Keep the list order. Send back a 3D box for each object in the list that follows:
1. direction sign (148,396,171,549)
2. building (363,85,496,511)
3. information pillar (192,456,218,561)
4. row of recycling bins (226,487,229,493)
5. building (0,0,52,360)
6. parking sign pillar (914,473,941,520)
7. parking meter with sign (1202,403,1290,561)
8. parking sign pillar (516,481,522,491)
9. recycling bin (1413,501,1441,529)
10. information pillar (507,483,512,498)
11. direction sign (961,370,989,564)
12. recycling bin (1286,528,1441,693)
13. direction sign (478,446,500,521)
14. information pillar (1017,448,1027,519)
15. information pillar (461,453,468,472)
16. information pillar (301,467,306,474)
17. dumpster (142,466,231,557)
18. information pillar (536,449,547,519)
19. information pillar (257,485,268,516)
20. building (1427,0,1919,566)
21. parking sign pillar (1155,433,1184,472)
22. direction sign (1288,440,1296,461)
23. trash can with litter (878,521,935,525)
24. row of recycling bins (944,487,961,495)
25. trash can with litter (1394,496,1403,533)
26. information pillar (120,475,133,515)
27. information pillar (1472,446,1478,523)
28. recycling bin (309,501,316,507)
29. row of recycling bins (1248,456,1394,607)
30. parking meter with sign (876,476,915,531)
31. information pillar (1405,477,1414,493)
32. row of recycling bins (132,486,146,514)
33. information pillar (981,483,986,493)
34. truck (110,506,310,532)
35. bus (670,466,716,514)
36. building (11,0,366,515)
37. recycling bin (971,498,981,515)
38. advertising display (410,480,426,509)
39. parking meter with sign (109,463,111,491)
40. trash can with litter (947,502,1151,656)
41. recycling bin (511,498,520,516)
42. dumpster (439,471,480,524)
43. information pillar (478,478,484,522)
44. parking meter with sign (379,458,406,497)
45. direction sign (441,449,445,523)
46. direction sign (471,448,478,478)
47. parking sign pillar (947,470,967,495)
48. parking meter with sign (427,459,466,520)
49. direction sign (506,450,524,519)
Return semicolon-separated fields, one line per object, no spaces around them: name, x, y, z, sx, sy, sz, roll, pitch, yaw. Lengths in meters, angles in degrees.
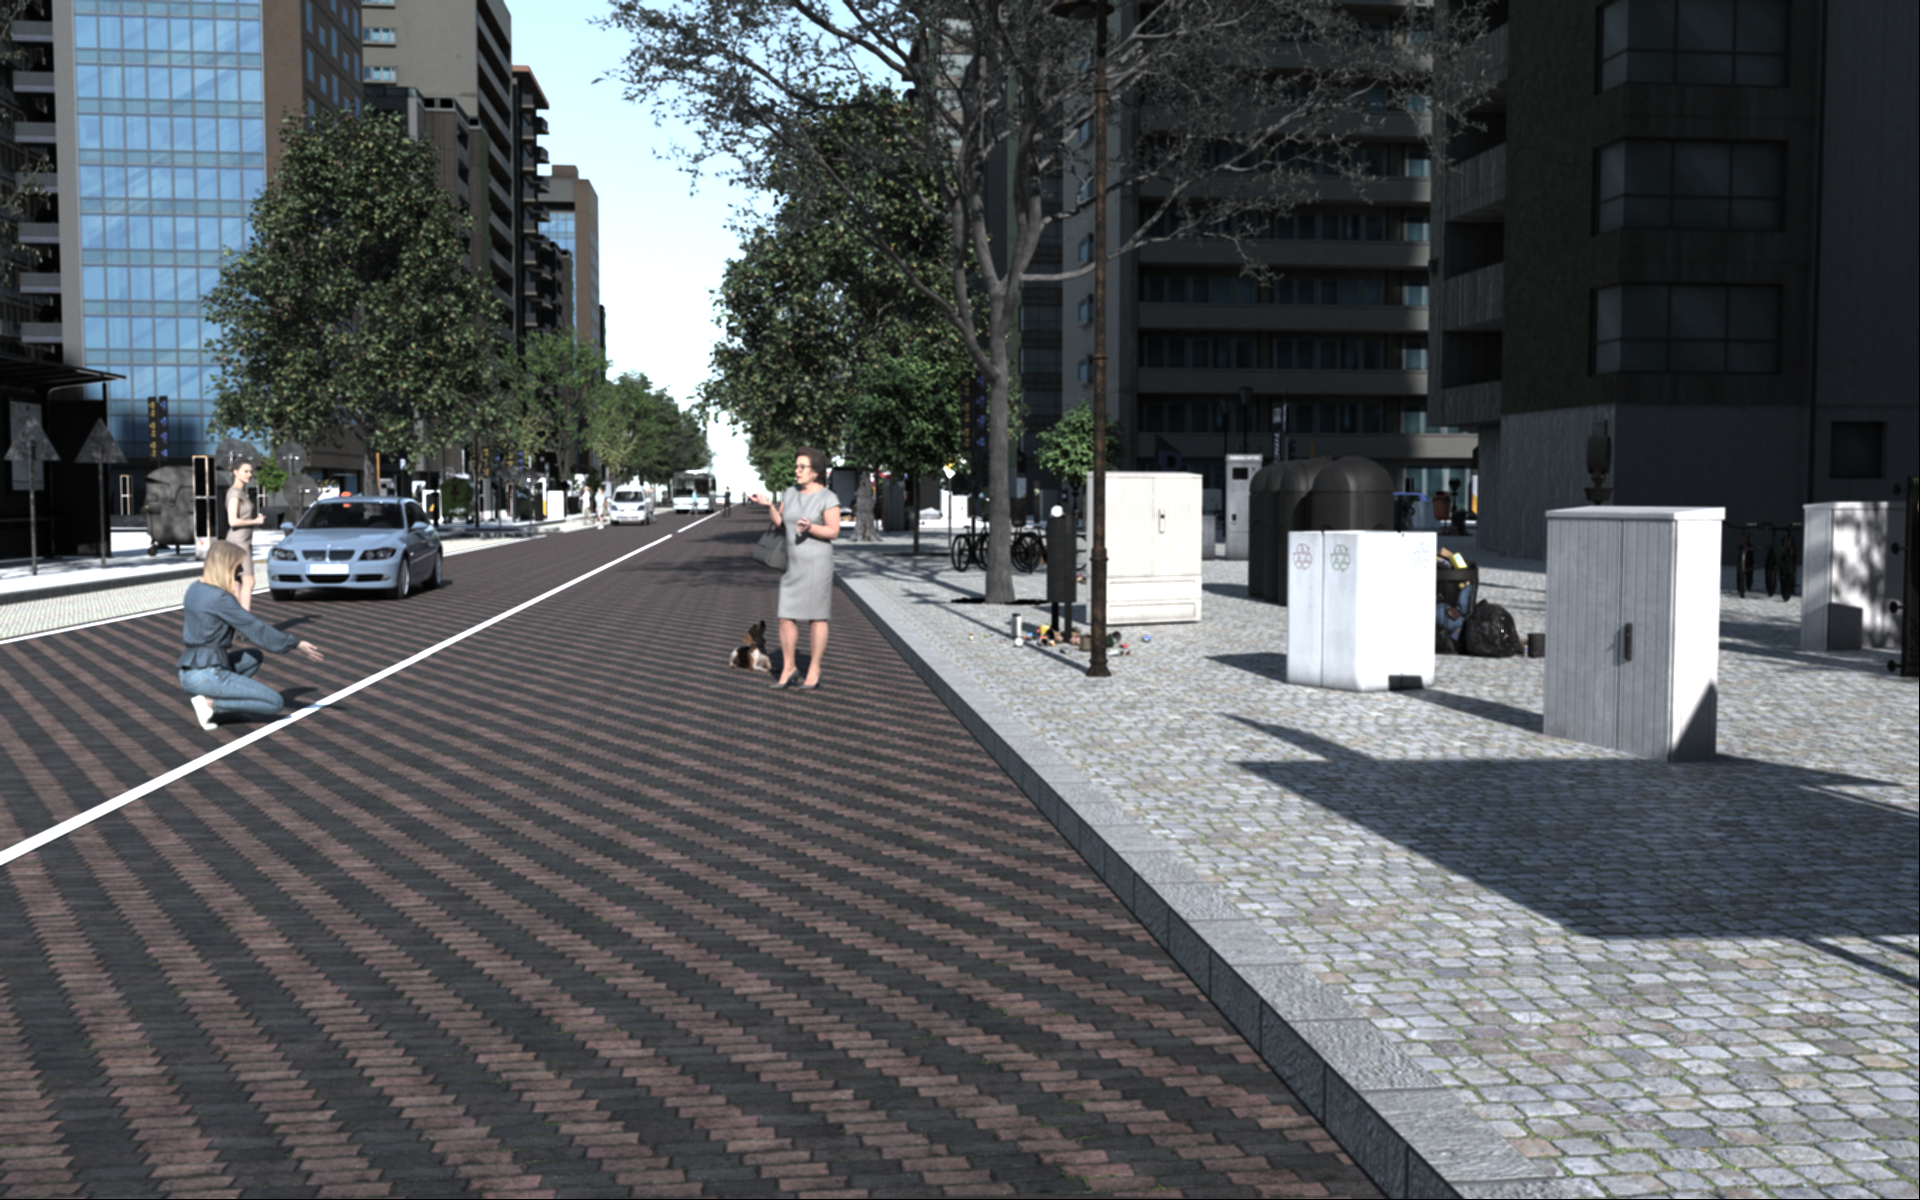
direction sign;-18.609;-2.952;40.268;0.876;3.537;0.379;3;4;39
building;-42.229;-21.673;126.050;14.160;30.474;14.107;0;4;-7
information pillar;-14.504;-1.761;33.289;0.304;2.012;0.304;0;4;7
row of recycling bins;-32.204;-4.124;74.532;1.069;1.692;3.534;0;4;-2
building;-60.115;-24.199;87.535;23.993;40.220;32.217;0;4;-7
parking sign pillar;-1.670;-6.059;87.541;1.447;3.967;1.447;1;4;10
parking meter with sign;5.459;-2.275;33.455;1.738;3.016;0.543;0;4;6
parking sign pillar;-34.612;-9.007;135.733;1.447;3.967;1.447;0;4;-5
recycling bin;16.697;-3.020;61.926;0.722;1.027;0.722;-1;4;-19
information pillar;-30.898;-6.988;118.751;0.304;2.012;0.304;-2;4;-27
direction sign;0.247;-2.433;31.769;0.379;3.537;0.876;-2;4;-30
recycling bin;2.684;0.058;11.602;0.722;1.027;0.722;-2;4;-33
direction sign;-22.239;-5.517;82.202;0.876;3.537;0.379;-2;4;-34
information pillar;3.109;-5.883;87.545;0.504;3.616;0.183;1;4;16
information pillar;-28.282;-6.582;98.967;0.504;3.616;0.183;2;4;31
information pillar;-30.031;-5.376;79.248;0.183;3.616;0.504;0;4;-8
dumpster;-16.185;-1.866;36.274;1.264;1.857;1.865;0;4;-7
information pillar;-21.441;-5.949;88.626;0.504;3.616;0.183;-1;4;-19
information pillar;-28.803;-4.103;71.576;0.304;2.012;0.304;1;4;11
building;17.762;-16.256;37.482;14.160;30.474;14.107;0;4;-7
parking sign pillar;9.328;-5.421;77.100;1.447;3.967;1.447;-2;4;-24
direction sign;13.855;-4.948;72.891;0.379;3.537;0.876;3;5;44
trash can with litter;-2.170;-3.741;72.228;2.233;1.210;1.678;1;4;21
row of recycling bins;-1.144;-6.154;107.726;3.534;1.692;1.069;2;4;32
trash can with litter;12.928;-2.456;51.209;1.678;1.210;2.233;0;4;1
information pillar;-32.712;-3.884;67.999;0.304;2.012;0.304;0;4;1
information pillar;22.692;-5.167;75.831;0.504;3.616;0.183;2;4;25
recycling bin;-33.051;-4.596;87.697;0.722;1.027;0.722;-3;5;-41
row of recycling bins;4.119;-0.800;20.193;1.069;1.692;3.534;0;4;-5
parking meter with sign;-2.280;-3.898;59.987;0.543;3.016;1.738;3;5;43
information pillar;19.431;-4.308;74.921;0.304;2.012;0.304;3;5;40
row of recycling bins;-38.391;-4.697;83.909;3.534;1.692;1.069;-1;4;-22
information pillar;1.601;-6.997;118.887;0.304;2.012;0.304;-1;4;-12
truck;-29.792;-4.346;60.823;18.799;4.110;2.967;0;4;-5
bus;-19.718;-8.202;128.965;2.948;3.499;13.247;0;4;-6
building;-41.251;-27.185;94.582;14.600;45.320;14.200;0;4;-7
recycling bin;0.803;-5.614;104.349;0.722;1.027;0.722;3;4;38
advertising display;-24.943;-4.559;79.751;0.123;1.923;0.974;2;4;25
parking meter with sign;-41.703;-5.399;84.533;0.543;3.016;1.738;-2;4;-25
trash can with litter;0.851;-0.225;14.733;1.678;1.210;2.233;-1;4;-10
recycling bin;-26.250;-5.530;102.972;0.722;1.027;0.722;2;4;25
dumpster;-21.462;-4.383;74.156;1.502;2.255;1.985;0;4;-6
information pillar;-22.187;-4.613;79.913;0.304;2.012;0.304;2;4;30
parking meter with sign;-28.064;-5.422;84.915;1.738;3.016;0.543;1;4;14
direction sign;-22.535;-5.118;75.681;0.379;3.537;0.876;-1;4;-18
direction sign;-23.519;-5.673;84.758;0.379;3.537;0.876;3;5;44
parking sign pillar;-0.205;-7.901;117.647;1.447;3.967;1.447;1;4;21
parking meter with sign;-25.157;-5.421;84.893;1.738;3.016;0.543;-1;4;-11
direction sign;-22.639;-5.879;88.112;0.876;3.537;0.379;-2;4;-23
